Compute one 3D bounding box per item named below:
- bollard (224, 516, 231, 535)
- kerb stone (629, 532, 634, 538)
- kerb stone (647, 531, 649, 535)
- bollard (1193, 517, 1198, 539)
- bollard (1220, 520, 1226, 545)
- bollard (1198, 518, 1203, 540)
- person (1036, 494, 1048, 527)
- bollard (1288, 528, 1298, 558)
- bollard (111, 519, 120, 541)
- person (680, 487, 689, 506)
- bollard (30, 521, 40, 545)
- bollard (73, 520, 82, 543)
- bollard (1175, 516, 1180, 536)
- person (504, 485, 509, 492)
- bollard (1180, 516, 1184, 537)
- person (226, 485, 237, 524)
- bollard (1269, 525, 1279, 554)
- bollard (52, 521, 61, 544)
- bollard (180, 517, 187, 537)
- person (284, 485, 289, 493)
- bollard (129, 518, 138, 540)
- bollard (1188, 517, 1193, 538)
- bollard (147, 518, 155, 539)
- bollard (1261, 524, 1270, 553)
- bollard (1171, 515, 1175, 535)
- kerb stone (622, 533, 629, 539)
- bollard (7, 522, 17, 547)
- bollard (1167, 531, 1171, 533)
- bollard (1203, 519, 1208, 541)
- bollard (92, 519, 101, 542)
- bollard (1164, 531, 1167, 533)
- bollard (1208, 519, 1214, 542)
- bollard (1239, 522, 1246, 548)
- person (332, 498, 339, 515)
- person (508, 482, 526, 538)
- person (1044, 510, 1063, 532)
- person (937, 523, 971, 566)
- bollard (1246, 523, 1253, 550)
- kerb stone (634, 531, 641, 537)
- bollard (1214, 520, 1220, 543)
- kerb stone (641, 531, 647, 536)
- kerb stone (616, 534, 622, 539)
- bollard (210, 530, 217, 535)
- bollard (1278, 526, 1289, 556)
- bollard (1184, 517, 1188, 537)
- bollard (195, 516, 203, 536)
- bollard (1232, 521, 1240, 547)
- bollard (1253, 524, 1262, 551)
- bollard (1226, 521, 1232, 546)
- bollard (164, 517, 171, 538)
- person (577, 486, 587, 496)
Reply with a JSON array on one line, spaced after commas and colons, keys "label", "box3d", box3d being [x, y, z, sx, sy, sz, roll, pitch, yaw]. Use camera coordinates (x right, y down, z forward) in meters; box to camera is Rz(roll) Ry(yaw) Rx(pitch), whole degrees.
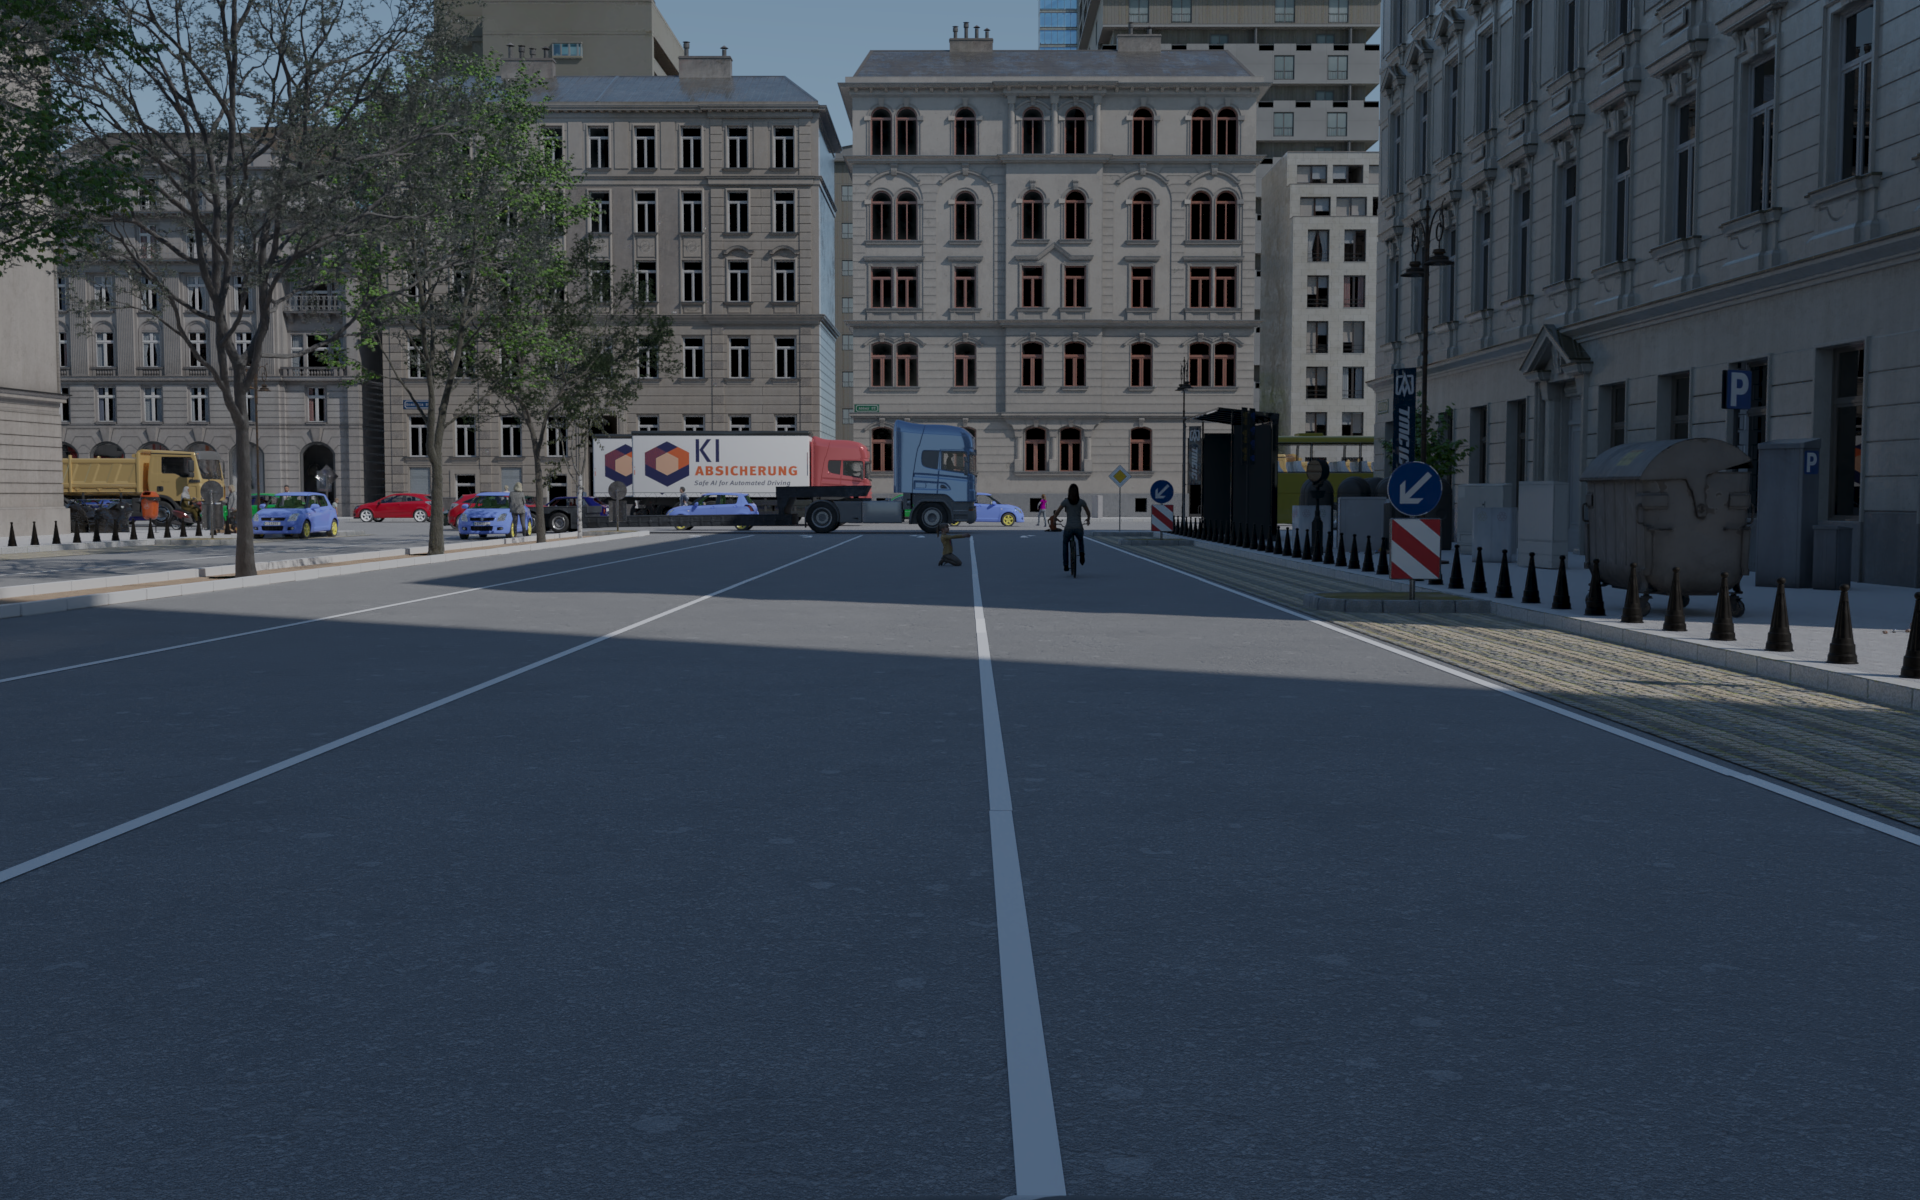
[{"label": "bollard", "box3d": [-23.167, -2.368, 54.762, 0.229, 0.601, 0.229, 0, 3, 0]}, {"label": "kerb stone", "box3d": [-10.926, -2.118, 56.853, 0.120, 0.150, 1.000, 0, 4, 0]}, {"label": "kerb stone", "box3d": [-10.904, -2.309, 59.943, 0.120, 0.150, 1.000, 0, 4, 0]}, {"label": "bollard", "box3d": [6.826, -2.032, 49.264, 0.229, 0.601, 0.229, 0, 3, 0]}, {"label": "bollard", "box3d": [6.812, -1.717, 44.108, 0.229, 0.601, 0.229, 0, 3, 0]}, {"label": "bollard", "box3d": [6.822, -1.969, 48.232, 0.229, 0.601, 0.229, 0, 3, 0]}, {"label": "person", "box3d": [3.501, -3.891, 75.352, 0.726, 1.435, 0.776, -3, 5, -40]}, {"label": "bollard", "box3d": [6.778, -1.148, 34.818, 0.229, 0.601, 0.229, 0, 3, 0]}, {"label": "bollard", "box3d": [-23.191, -1.927, 47.547, 0.229, 0.601, 0.229, 0, 3, 0]}, {"label": "person", "box3d": [-11.288, -3.766, 70.805, 0.376, 1.734, 0.841, -1, 4, -11]}, {"label": "bollard", "box3d": [-23.205, -1.675, 43.425, 0.229, 0.601, 0.229, 0, 3, 0]}, {"label": "bollard", "box3d": [-23.194, -1.800, 45.479, 0.229, 0.601, 0.229, 0, 3, 0]}, {"label": "bollard", "box3d": [6.847, -2.283, 53.373, 0.229, 0.601, 0.229, 0, 3, 0]}, {"label": "person", "box3d": [-20.953, -4.393, 80.209, 0.818, 1.842, 0.514, 1, 4, 16]}, {"label": "bollard", "box3d": [6.842, -2.220, 52.346, 0.229, 0.601, 0.229, 0, 3, 0]}, {"label": "person", "box3d": [-28.572, -3.635, 68.120, 0.728, 1.800, 0.709, -3, 5, -44]}, {"label": "bollard", "box3d": [6.783, -1.275, 36.887, 0.229, 0.601, 0.229, 0, 3, 0]}, {"label": "bollard", "box3d": [-23.200, -1.738, 44.452, 0.229, 0.601, 0.229, 0, 3, 0]}, {"label": "bollard", "box3d": [-23.177, -2.179, 51.675, 0.229, 0.601, 0.229, 0, 3, 0]}, {"label": "person", "box3d": [-26.199, -3.591, 67.480, 0.678, 1.792, 0.850, -1, 4, -11]}, {"label": "bollard", "box3d": [-23.185, -1.990, 48.579, 0.229, 0.601, 0.229, 0, 3, 0]}, {"label": "bollard", "box3d": [6.837, -2.095, 50.292, 0.229, 0.601, 0.229, 0, 3, 0]}, {"label": "bollard", "box3d": [-23.184, -2.053, 49.605, 0.229, 0.601, 0.229, 0, 3, 0]}, {"label": "bollard", "box3d": [6.787, -1.338, 37.914, 0.229, 0.601, 0.229, 0, 3, 0]}, {"label": "bollard", "box3d": [6.848, -2.347, 54.420, 0.229, 0.601, 0.229, 0, 3, 0]}, {"label": "kerb stone", "box3d": [-10.919, -2.053, 55.816, 0.120, 0.150, 1.000, 0, 4, 0]}, {"label": "bollard", "box3d": [-23.209, -1.612, 42.398, 0.229, 0.601, 0.229, 0, 3, 0]}, {"label": "bollard", "box3d": [6.852, -2.410, 55.446, 0.229, 0.601, 0.229, 0, 3, 0]}, {"label": "bollard", "box3d": [6.822, -1.906, 47.199, 0.229, 0.601, 0.229, 0, 3, 0]}, {"label": "bollard", "box3d": [-23.191, -1.864, 46.511, 0.229, 0.601, 0.229, 0, 3, 0]}, {"label": "bollard", "box3d": [6.857, -2.473, 56.481, 0.229, 0.601, 0.229, 0, 3, 0]}, {"label": "bollard", "box3d": [6.818, -1.843, 46.172, 0.229, 0.601, 0.229, 0, 3, 0]}, {"label": "bollard", "box3d": [6.799, -1.528, 41.026, 0.229, 0.601, 0.229, 0, 3, 0]}, {"label": "person", "box3d": [-28.750, -4.069, 79.707, 0.352, 1.250, 0.332, 0, 4, -6]}, {"label": "person", "box3d": [-13.650, -2.735, 53.405, 0.537, 1.800, 0.526, 0, 4, 3]}, {"label": "person", "box3d": [3.641, -2.997, 65.793, 0.655, 0.850, 0.859, -3, 4, -36]}, {"label": "person", "box3d": [-0.125, -1.107, 34.525, 0.695, 0.859, 0.347, 1, 4, 15]}, {"label": "bollard", "box3d": [6.798, -1.464, 39.984, 0.229, 0.601, 0.229, 0, 3, 0]}, {"label": "kerb stone", "box3d": [-10.915, -2.182, 57.890, 0.120, 0.150, 1.000, 0, 4, 0]}, {"label": "bollard", "box3d": [6.815, -1.779, 45.135, 0.229, 0.601, 0.229, 0, 3, 0]}, {"label": "kerb stone", "box3d": [-10.902, -2.244, 58.916, 0.120, 0.150, 1.000, 0, 4, 0]}, {"label": "kerb stone", "box3d": [-10.930, -1.993, 54.789, 0.120, 0.150, 1.000, 0, 4, 0]}, {"label": "bollard", "box3d": [-23.169, -2.305, 53.728, 0.229, 0.601, 0.229, 0, 3, 0]}, {"label": "bollard", "box3d": [6.779, -1.211, 35.848, 0.229, 0.601, 0.229, 0, 3, 0]}, {"label": "bollard", "box3d": [6.837, -2.158, 51.319, 0.229, 0.601, 0.229, 0, 3, 0]}, {"label": "bollard", "box3d": [-23.170, -2.242, 52.701, 0.229, 0.601, 0.229, 0, 3, 0]}, {"label": "bollard", "box3d": [6.806, -1.591, 42.053, 0.229, 0.601, 0.229, 0, 3, 0]}, {"label": "bollard", "box3d": [6.793, -1.402, 38.957, 0.229, 0.601, 0.229, 0, 3, 0]}, {"label": "bollard", "box3d": [6.809, -1.654, 43.081, 0.229, 0.601, 0.229, 0, 3, 0]}, {"label": "bollard", "box3d": [-23.179, -2.116, 50.634, 0.229, 0.601, 0.229, 0, 3, 0]}, {"label": "person", "box3d": [-18.548, -4.680, 84.894, 0.514, 1.842, 0.818, -1, 4, -20]}]
